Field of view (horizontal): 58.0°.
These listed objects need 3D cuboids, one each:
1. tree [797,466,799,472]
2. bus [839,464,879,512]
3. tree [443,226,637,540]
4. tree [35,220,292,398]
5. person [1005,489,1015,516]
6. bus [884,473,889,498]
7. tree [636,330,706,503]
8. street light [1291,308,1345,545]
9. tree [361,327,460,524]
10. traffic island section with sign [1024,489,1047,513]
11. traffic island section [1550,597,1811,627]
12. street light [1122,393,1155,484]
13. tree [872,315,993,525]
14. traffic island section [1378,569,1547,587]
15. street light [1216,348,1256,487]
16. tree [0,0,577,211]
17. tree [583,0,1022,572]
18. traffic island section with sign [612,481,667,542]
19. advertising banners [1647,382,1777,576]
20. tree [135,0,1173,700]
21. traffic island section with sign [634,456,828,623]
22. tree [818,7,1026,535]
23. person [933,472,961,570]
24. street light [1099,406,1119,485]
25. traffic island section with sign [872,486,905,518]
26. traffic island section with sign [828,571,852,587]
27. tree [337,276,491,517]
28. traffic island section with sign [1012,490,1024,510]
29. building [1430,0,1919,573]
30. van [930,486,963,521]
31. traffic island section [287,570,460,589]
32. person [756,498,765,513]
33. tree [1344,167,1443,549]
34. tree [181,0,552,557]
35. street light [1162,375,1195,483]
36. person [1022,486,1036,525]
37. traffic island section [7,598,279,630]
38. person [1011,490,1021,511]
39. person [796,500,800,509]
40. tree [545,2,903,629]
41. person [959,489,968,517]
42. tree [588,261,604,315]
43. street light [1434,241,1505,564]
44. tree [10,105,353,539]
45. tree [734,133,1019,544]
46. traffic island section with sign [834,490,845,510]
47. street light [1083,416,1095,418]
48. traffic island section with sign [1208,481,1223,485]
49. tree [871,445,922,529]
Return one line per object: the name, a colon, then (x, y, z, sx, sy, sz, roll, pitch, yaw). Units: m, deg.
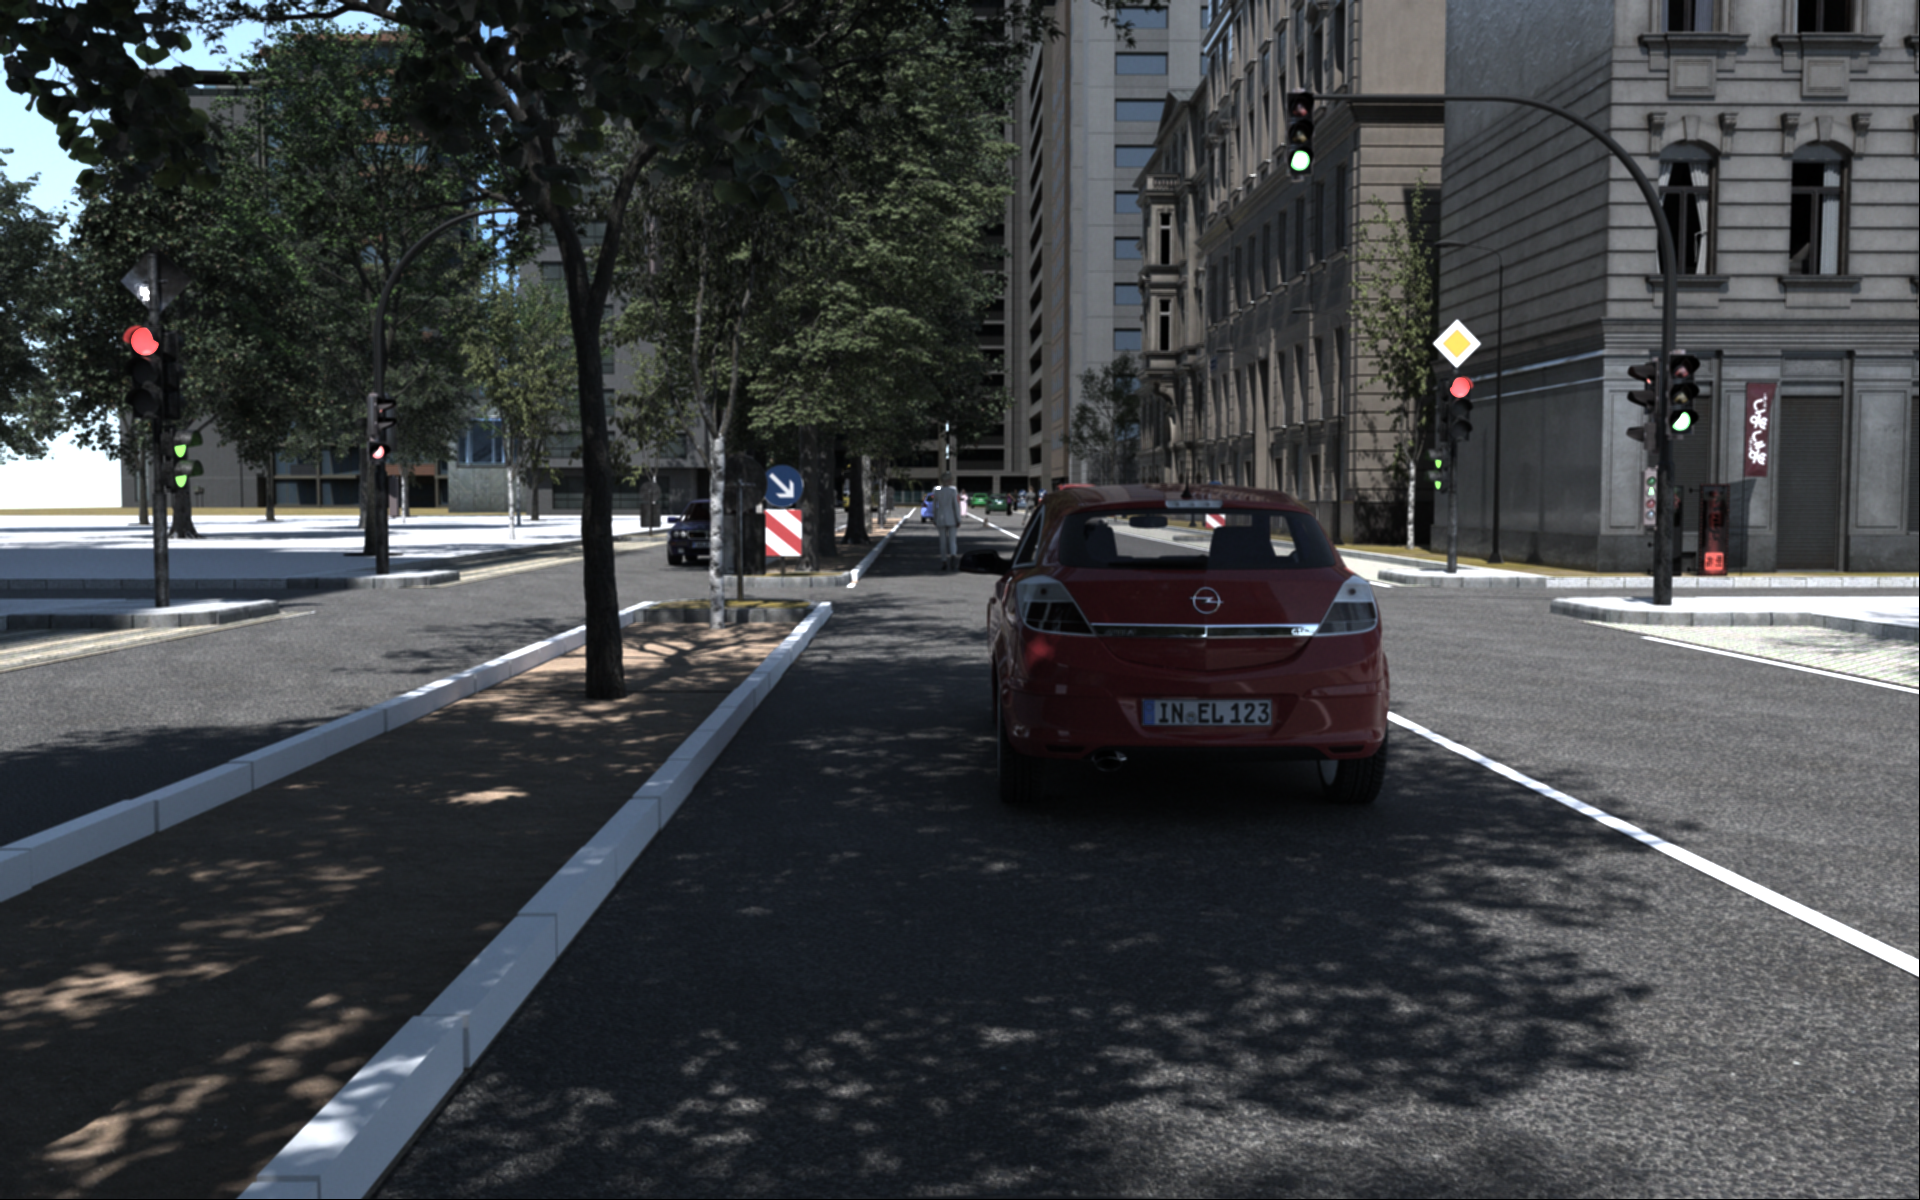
tree: (-13.908, -12.429, 153.581, 4.737, 8.622, 4.395, 0, 3, 0)
bus: (-8.008, -9.131, 140.843, 2.896, 3.916, 12.252, 0, 4, 0)
tree: (-12.339, -5.979, 48.119, 4.737, 8.622, 4.395, 0, 3, 0)
tree: (-33.776, -8.881, 70.957, 9.928, 11.665, 9.643, 0, 3, 0)
person: (3.321, -6.476, 115.072, 0.721, 1.739, 1.217, -2, 4, -31)
bus: (-8.545, -11.165, 174.098, 2.896, 3.916, 12.252, 0, 4, -2)
tree: (-12.895, -7.517, 73.266, 4.737, 8.622, 4.395, 0, 3, 0)
street light: (8.989, -4.340, 43.493, 1.470, 5.913, 1.316, 0, 4, -1)
tree: (-23.900, -7.620, 74.948, 4.360, 8.622, 3.978, 0, 3, 0)
traffic island section with sign: (6.042, -7.409, 129.772, 1.989, 1.847, 2.006, 0, 4, -1)
traffic island section: (8.137, 0.136, 20.053, 2.009, 0.180, 2.903, 0, 4, -1)
street light: (8.398, -6.568, 79.933, 1.470, 5.913, 1.316, 0, 4, -1)
tree: (-3.588, -10.171, 79.115, 12.009, 13.543, 11.850, 0, 3, 0)
traffic island section: (7.984, -0.352, 28.036, 2.009, 0.180, 2.903, 0, 4, -1)
street light: (8.856, -5.064, 55.336, 1.470, 5.913, 1.316, 0, 4, -1)
tree: (-2.409, -5.739, 2.948, 9.857, 13.997, 8.962, 0, 3, 0)
tree: (-2.777, -6.718, 30.429, 7.486, 12.596, 7.792, 0, 3, 0)
traffic island section with sign: (-9.408, -2.688, 52.573, 1.989, 1.847, 2.006, 0, 4, -1)
advertising banners: (11.746, -1.885, 27.012, 2.074, 3.025, 0.090, 0, 4, -8)
tree: (-2.464, -4.604, 12.152, 8.767, 10.594, 7.601, 0, 4, -1)
traffic island section with sign: (-2.625, -0.731, 20.086, 2.006, 1.907, 1.989, 0, 4, -1)
tree: (-4.535, -12.410, 61.255, 12.611, 20.169, 13.585, 0, 3, 0)
person: (-0.245, -1.467, 32.356, 0.514, 1.842, 0.818, 0, 4, -5)
street light: (8.164, -7.276, 91.507, 1.470, 5.913, 1.316, 0, 4, -1)
traffic island section with sign: (-4.210, -5.779, 102.616, 2.006, 1.907, 1.989, 0, 4, -1)
traffic island section with sign: (-2.758, -1.184, 27.492, 2.006, 1.907, 1.989, 0, 4, -1)
tree: (-30.398, -11.290, 94.954, 12.009, 13.543, 11.850, 0, 3, 0)
traffic island section with sign: (5.517, -9.060, 156.764, 1.989, 1.847, 2.006, 0, 4, -1)
building: (19.203, -11.207, 32.388, 18.267, 20.994, 9.793, 0, 4, -1)
van: (-0.813, -5.265, 93.102, 2.013, 2.044, 4.112, 0, 4, -1)
traffic island section: (-9.254, -0.332, 27.711, 2.009, 0.180, 2.903, 0, 4, -1)
person: (-9.404, -4.403, 81.030, 0.519, 1.759, 0.362, 3, 5, 43)
tree: (10.711, -5.492, 40.161, 4.737, 8.622, 4.395, 0, 3, 0)
tree: (-12.062, -6.724, 35.694, 9.928, 11.665, 9.643, 0, 3, 0)
street light: (8.581, -5.818, 67.672, 1.470, 5.913, 1.316, 0, 4, -1)
person: (3.147, -4.312, 79.275, 0.520, 1.790, 0.573, -3, 4, -37)
traffic island section: (-9.101, 0.156, 19.728, 2.009, 0.180, 2.903, 0, 4, -1)
person: (4.685, -8.364, 145.389, 0.705, 1.807, 1.348, -2, 4, -35)
person: (-5.921, -3.490, 64.919, 0.474, 1.900, 0.648, -2, 4, -34)
tree: (-2.586, -4.004, 18.280, 4.360, 8.622, 3.978, 0, 3, 0)
person: (0.216, -5.921, 105.982, 0.551, 1.740, 0.621, -3, 5, -41)
tree: (-14.607, -14.593, 94.484, 12.611, 20.169, 13.585, 0, 3, 0)
street light: (9.389, -3.632, 31.922, 1.470, 5.913, 1.316, 0, 4, -1)
tree: (-22.343, -8.116, 49.704, 9.611, 12.733, 9.660, 0, 3, 0)
tree: (-2.997, -7.955, 49.523, 9.611, 12.733, 9.660, 0, 3, 0)
traffic island section with sign: (-11.418, -9.097, 157.360, 1.989, 1.847, 2.006, 0, 4, -1)
street light: (8.025, -7.984, 103.083, 1.470, 5.913, 1.316, 0, 4, -1)
traffic island section with sign: (7.519, -2.691, 52.631, 1.989, 1.847, 2.006, 0, 4, -1)
tree: (-3.154, -7.199, 70.529, 4.737, 8.622, 4.395, 0, 3, 0)
